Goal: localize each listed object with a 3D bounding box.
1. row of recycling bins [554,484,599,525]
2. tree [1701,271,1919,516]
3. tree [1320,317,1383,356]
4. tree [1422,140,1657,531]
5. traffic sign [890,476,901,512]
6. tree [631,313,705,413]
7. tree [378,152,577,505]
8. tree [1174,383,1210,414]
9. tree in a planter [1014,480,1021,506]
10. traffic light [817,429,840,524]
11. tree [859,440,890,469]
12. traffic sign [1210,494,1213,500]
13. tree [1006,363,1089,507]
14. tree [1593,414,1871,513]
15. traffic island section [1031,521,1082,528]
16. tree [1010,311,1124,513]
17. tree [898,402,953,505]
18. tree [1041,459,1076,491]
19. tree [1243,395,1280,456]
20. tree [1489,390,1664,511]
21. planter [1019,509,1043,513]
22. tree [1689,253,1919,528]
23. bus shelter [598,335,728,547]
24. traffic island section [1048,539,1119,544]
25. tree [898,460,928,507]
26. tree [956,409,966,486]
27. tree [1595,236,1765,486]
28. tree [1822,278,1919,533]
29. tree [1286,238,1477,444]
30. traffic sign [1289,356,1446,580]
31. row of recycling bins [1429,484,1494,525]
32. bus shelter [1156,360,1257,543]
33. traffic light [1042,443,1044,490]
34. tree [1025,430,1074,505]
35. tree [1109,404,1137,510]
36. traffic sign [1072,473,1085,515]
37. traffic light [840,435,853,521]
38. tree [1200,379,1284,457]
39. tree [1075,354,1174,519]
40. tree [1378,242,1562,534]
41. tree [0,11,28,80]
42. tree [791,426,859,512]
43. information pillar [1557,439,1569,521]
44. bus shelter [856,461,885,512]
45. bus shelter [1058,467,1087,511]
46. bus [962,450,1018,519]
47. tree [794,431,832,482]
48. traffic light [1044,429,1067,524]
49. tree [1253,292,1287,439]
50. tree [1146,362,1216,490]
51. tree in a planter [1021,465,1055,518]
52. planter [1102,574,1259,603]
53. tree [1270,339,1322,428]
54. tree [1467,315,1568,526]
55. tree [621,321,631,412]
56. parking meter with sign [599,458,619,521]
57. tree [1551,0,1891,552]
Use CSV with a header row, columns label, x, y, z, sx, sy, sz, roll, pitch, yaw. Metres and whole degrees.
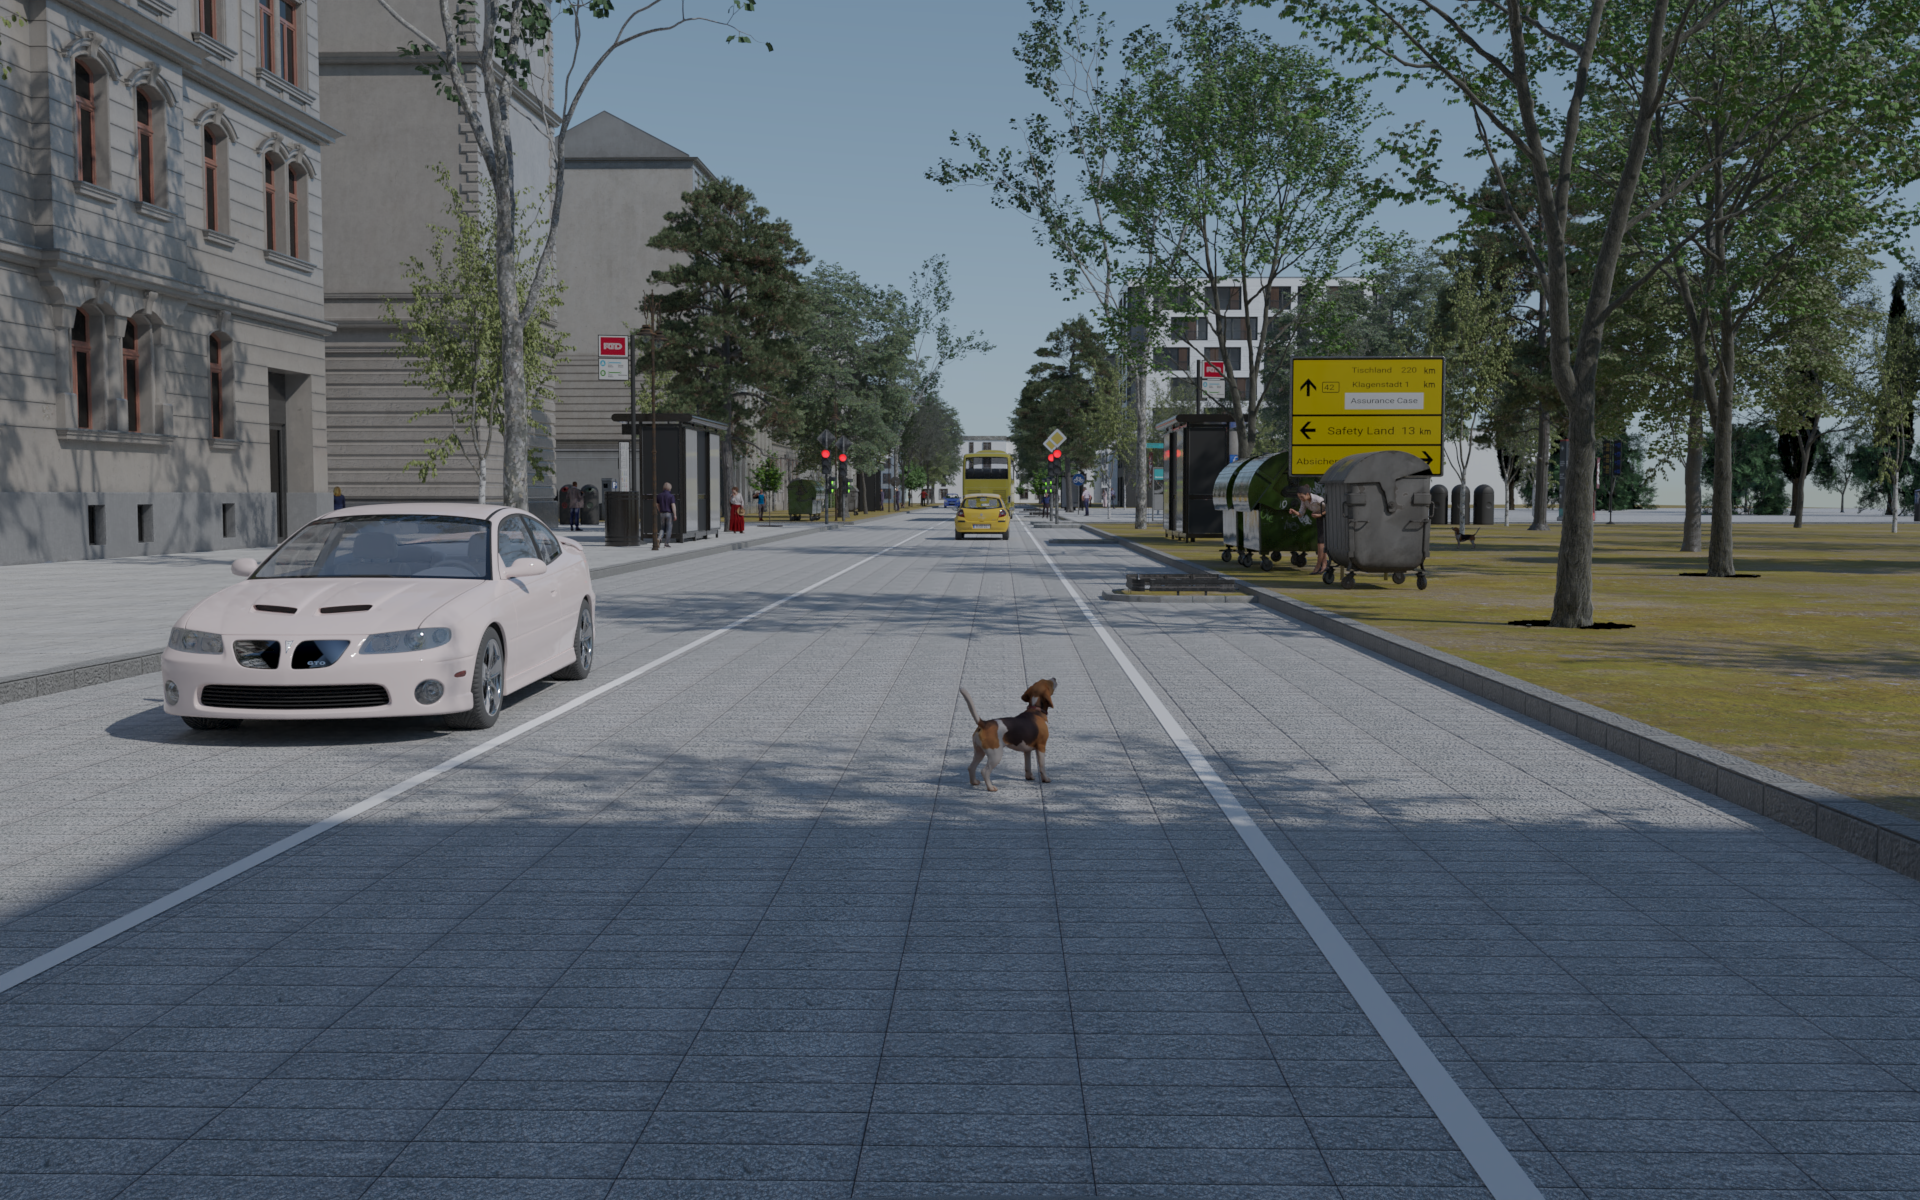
label,x,y,z,sx,sy,sz,roll,pitch,yaw
row of recycling bins,-16.859,-4.007,72.634,3.534,1.692,1.069,0,4,6
tree,53.928,-12.252,102.135,18.604,14.587,13.155,0,4,7
tree,16.355,-7.375,70.940,4.360,8.622,3.978,0,3,0
tree,20.269,-9.360,60.466,7.806,13.903,7.818,0,3,0
traffic sign,-4.675,-7.644,125.082,0.768,2.556,0.104,1,4,10
tree,-11.522,-7.226,68.501,4.737,8.622,4.395,0,3,0
tree,-10.495,-5.340,37.668,4.737,8.622,4.395,0,3,0
tree,11.990,-9.514,105.921,4.737,8.622,4.395,0,3,0
tree in a planter,7.325,-13.039,210.411,1.991,3.239,1.994,0,4,1
traffic light,-5.664,-5.165,73.690,0.839,4.213,0.868,0,4,1
tree,-7.458,-11.945,145.666,4.737,8.622,4.395,0,3,0
traffic sign,7.875,-3.306,54.162,0.768,2.556,0.104,1,4,11
tree,9.184,-16.016,168.520,9.857,13.997,8.962,0,3,0
tree,53.382,-9.633,120.410,20.602,7.101,11.467,-1,4,-16
traffic island section,4.135,-3.138,73.591,2.009,0.180,2.903,0,4,1
tree,7.461,-13.027,120.407,7.806,13.903,7.818,0,3,0
tree,-4.050,-17.431,203.128,7.486,12.596,7.792,0,3,0
tree,8.152,-9.880,145.244,4.285,4.588,4.351,0,3,0
tree,22.652,-10.868,128.060,4.737,8.622,4.395,0,3,0
tree,49.387,-14.500,138.900,13.155,14.587,18.604,2,4,23
planter,5.563,-6.927,134.391,1.991,0.319,1.994,0,4,1
tree,31.692,-7.983,64.930,8.767,10.594,7.601,0,4,2
bus shelter,-7.968,-4.204,46.375,2.179,5.291,8.768,0,4,1
traffic island section,3.598,-1.709,50.816,1.991,0.108,1.994,0,4,1
tree,-4.674,-11.269,167.965,4.285,4.588,4.351,0,3,0
tree,-3.550,-19.692,228.619,9.857,13.997,8.962,0,3,0
tree,20.116,-5.973,48.015,4.360,8.622,3.978,0,3,0
tree,30.904,-6.555,57.529,4.737,8.622,4.395,0,3,0
tree,22.037,-11.095,88.062,9.857,13.997,8.962,0,3,0
traffic sign,6.014,-1.945,25.670,2.265,3.308,0.079,0,4,3
row of recycling bins,20.576,-4.010,72.675,3.534,1.692,1.069,1,4,17
bus shelter,6.817,-4.396,49.502,2.179,5.291,8.768,0,4,1
traffic light,4.282,-5.640,81.462,0.839,4.213,0.868,0,4,1
tree,10.049,-16.551,192.659,6.751,12.117,7.091,0,3,0
tree,13.422,-11.505,138.474,4.360,8.622,3.978,0,3,0
traffic sign,7.324,-6.538,106.994,0.768,2.556,0.104,0,4,8
traffic light,-5.477,-5.653,81.673,0.839,4.213,0.868,0,4,1
tree,21.525,-12.407,137.271,7.601,10.594,8.767,3,5,41
tree,7.706,-8.442,88.391,4.737,8.622,4.395,0,3,0
tree,14.795,-6.169,51.225,4.737,8.622,4.395,0,3,0
tree,-11.183,-4.003,15.804,4.737,8.622,4.395,0,3,0
tree,-10.247,-10.751,126.135,4.737,8.622,4.395,0,3,0
information pillar,28.794,-5.661,81.938,0.750,3.857,0.750,0,4,-6
bus shelter,-6.478,-8.279,126.643,1.731,3.624,6.357,0,4,1
bus shelter,8.719,-8.592,134.404,2.014,3.302,5.546,0,4,1
bus,1.680,-6.385,95.947,2.896,3.916,12.252,0,4,3
tree,-9.812,-10.344,119.488,4.360,8.622,3.978,0,3,0
traffic light,4.095,-5.152,73.479,0.839,4.213,0.868,0,4,1
tree,22.087,-11.965,102.287,9.857,13.997,8.962,0,3,0
tree,12.287,-8.947,96.652,4.360,8.622,3.978,0,3,0
tree in a planter,4.914,-6.685,106.524,1.991,3.239,1.994,0,4,1
planter,2.964,-0.162,23.790,1.991,0.319,1.994,0,4,1
tree,25.760,-12.751,118.843,12.009,13.543,11.850,0,3,0
tree,21.838,-7.230,68.568,4.360,8.622,3.978,0,3,0
tree,-12.046,-5.843,45.890,4.737,8.622,4.395,0,3,0
parking meter with sign,-16.813,-5.313,83.134,1.738,3.016,0.543,2,4,31
tree,16.731,-7.354,38.366,7.486,12.596,7.792,0,3,0
